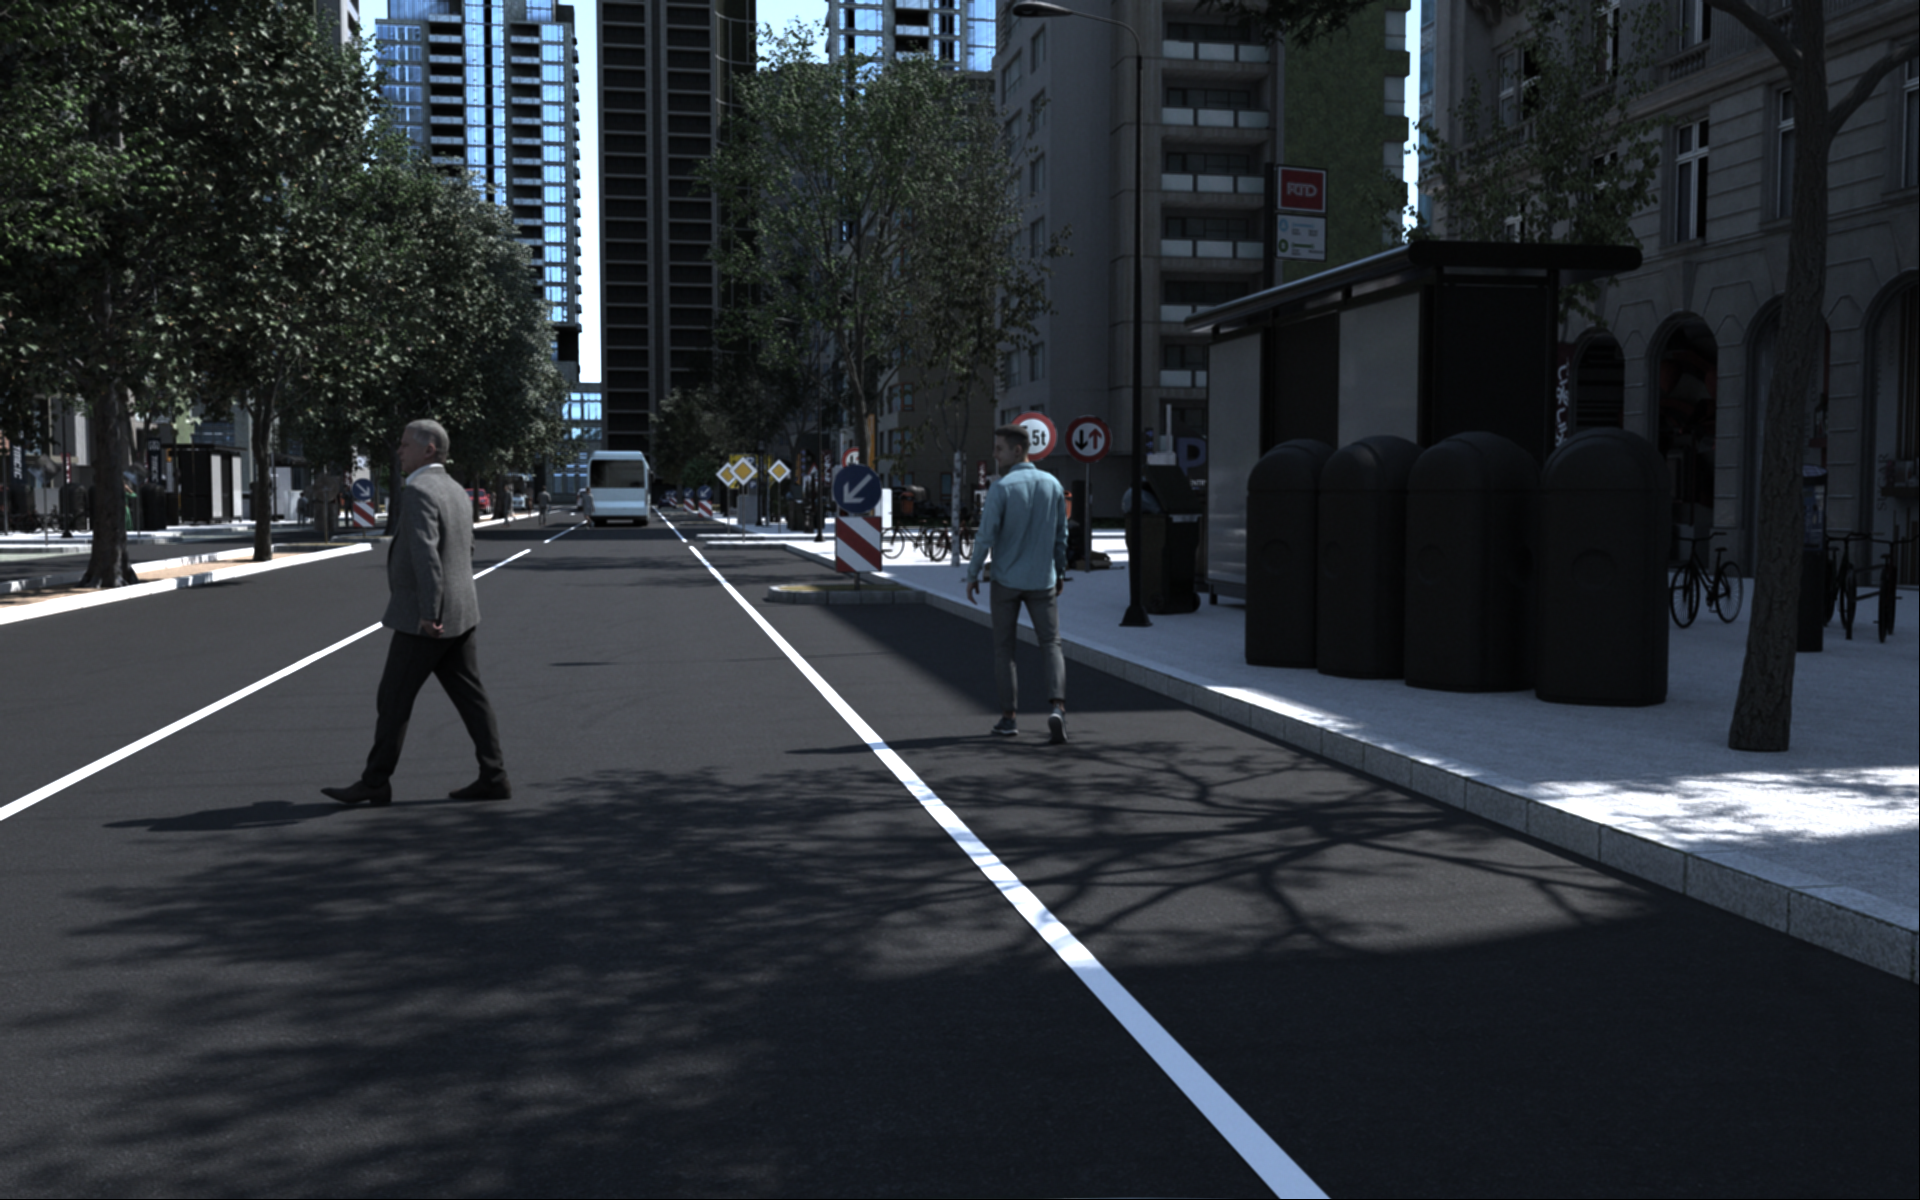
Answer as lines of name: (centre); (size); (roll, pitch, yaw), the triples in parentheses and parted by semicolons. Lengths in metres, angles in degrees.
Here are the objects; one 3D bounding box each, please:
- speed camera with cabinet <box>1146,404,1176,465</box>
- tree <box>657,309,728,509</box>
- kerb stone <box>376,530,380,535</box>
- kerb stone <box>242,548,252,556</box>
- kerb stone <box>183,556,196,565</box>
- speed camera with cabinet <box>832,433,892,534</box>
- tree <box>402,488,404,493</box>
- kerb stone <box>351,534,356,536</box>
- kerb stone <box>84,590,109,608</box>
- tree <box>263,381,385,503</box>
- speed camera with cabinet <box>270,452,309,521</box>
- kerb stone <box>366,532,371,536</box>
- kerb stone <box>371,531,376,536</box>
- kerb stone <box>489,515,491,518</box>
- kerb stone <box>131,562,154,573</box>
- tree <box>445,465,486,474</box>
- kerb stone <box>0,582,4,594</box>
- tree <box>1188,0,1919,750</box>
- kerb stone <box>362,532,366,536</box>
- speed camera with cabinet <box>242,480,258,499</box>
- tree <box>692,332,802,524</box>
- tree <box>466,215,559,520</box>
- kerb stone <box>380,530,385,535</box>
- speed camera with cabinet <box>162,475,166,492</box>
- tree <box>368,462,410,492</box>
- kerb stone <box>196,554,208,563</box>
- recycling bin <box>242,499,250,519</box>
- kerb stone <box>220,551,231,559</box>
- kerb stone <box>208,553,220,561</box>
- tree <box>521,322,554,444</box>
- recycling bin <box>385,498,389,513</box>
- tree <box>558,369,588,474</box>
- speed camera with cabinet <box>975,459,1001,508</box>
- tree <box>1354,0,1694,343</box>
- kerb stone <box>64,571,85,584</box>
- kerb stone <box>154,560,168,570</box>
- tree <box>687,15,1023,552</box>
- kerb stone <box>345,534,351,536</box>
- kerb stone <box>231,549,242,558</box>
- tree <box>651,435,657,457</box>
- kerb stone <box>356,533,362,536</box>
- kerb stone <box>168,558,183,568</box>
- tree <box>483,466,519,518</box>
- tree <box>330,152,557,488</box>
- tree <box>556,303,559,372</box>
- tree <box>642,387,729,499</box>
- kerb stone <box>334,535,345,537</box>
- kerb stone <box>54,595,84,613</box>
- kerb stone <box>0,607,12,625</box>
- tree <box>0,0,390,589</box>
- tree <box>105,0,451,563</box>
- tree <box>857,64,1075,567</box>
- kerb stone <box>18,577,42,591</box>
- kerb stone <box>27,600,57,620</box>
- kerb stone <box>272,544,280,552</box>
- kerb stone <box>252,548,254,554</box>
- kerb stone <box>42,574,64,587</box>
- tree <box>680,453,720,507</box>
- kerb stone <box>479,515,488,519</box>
speed camera with cabinet: (4.435, -2.729, 38.951); (0.660, 3.252, 2.038); (0, 4, 2)
tree: (-6.135, -7.846, 62.690); (8.767, 10.594, 7.601); (-1, 4, -14)
kerb stone: (-20.192, -2.290, 59.645); (0.120, 0.150, 1.000); (-1, 4, -10)
kerb stone: (-16.559, -1.085, 39.928); (0.120, 0.150, 1.000); (-1, 4, -10)
kerb stone: (-15.629, -0.776, 34.878); (0.120, 0.150, 1.000); (-1, 4, -10)
speed camera with cabinet: (-3.183, -3.779, 56.117); (2.038, 3.252, 0.660); (2, 4, 34)
tree: (-42.616, -8.491, 133.427); (1.663, 3.219, 1.824); (0, 3, 0)
kerb stone: (-19.261, -1.974, 54.605); (0.120, 0.150, 1.000); (-1, 4, -10)
kerb stone: (-11.158, 0.002, 22.200); (0.120, 0.150, 1.000); (-1, 4, -10)
tree: (-34.675, -9.835, 95.217); (7.601, 10.594, 8.767); (0, 4, -1)
speed camera with cabinet: (-32.363, -5.426, 83.047); (0.660, 3.252, 2.038); (3, 5, 42)
kerb stone: (-19.823, -2.164, 57.634); (0.120, 0.150, 1.000); (-1, 4, -10)
kerb stone: (-20.006, -2.229, 58.639); (0.120, 0.150, 1.000); (-1, 4, -10)
kerb stone: (-28.169, -4.940, 102.988); (0.120, 0.150, 1.000); (-1, 4, -10)
kerb stone: (-15.073, -0.586, 31.846); (0.120, 0.150, 1.000); (-1, 4, -10)
tree: (-47.714, -14.125, 165.351); (8.767, 10.594, 7.601); (0, 4, -1)
kerb stone: (-13.775, -0.157, 24.807); (0.120, 0.150, 1.000); (-1, 4, -10)
tree: (4.339, -4.517, 8.264); (7.601, 10.594, 8.767); (1, 4, 21)
kerb stone: (-19.637, -2.105, 56.620); (0.120, 0.150, 1.000); (-1, 4, -10)
speed camera with cabinet: (-44.771, -7.080, 110.092); (2.038, 3.252, 0.660); (1, 4, 20)
tree: (-8.284, -7.500, 72.985); (4.360, 8.622, 3.978); (0, 3, 0)
tree: (-18.232, -8.327, 55.617); (9.611, 12.733, 9.660); (0, 3, 0)
kerb stone: (-20.370, -2.351, 60.658); (0.120, 0.150, 1.000); (-1, 4, -10)
speed camera with cabinet: (-38.878, -5.405, 82.703); (0.660, 3.252, 2.038); (3, 4, 39)
tree: (-40.704, -8.609, 124.474); (4.285, 4.588, 4.351); (0, 3, 0)
kerb stone: (-15.816, -0.837, 35.889); (0.120, 0.150, 1.000); (-1, 4, -10)
recycling bin: (-36.758, -4.711, 89.575); (0.722, 1.027, 0.722); (-2, 4, -26)
kerb stone: (-16.188, -0.956, 37.903); (0.120, 0.150, 1.000); (-1, 4, -10)
kerb stone: (-16.004, -0.899, 36.894); (0.120, 0.150, 1.000); (-1, 4, -10)
tree: (-23.855, -9.611, 85.347); (9.928, 11.665, 9.643); (0, 3, 0)
recycling bin: (-39.075, -6.516, 119.094); (0.722, 1.027, 0.722); (-3, 4, -36)
tree: (-25.383, -10.739, 95.050); (9.611, 12.733, 9.660); (0, 3, 0)
speed camera with cabinet: (1.367, -5.560, 85.235); (0.660, 3.252, 2.038); (-1, 4, -22)
tree: (7.924, -4.497, 23.893); (4.737, 8.622, 4.395); (0, 3, 0)
kerb stone: (-14.330, -0.340, 27.824); (0.120, 0.150, 1.000); (-1, 4, -10)
kerb stone: (-15.266, -0.648, 32.859); (0.120, 0.150, 1.000); (-1, 4, -10)
tree: (-2.223, -6.884, 38.312); (9.928, 11.665, 9.643); (0, 3, 0)
kerb stone: (-19.074, -1.921, 53.599); (0.120, 0.150, 1.000); (-1, 4, -10)
kerb stone: (-16.375, -1.023, 38.921); (0.120, 0.150, 1.000); (-1, 4, -10)
tree: (-16.174, -11.292, 119.043); (8.767, 10.594, 7.601); (1, 4, 9)
kerb stone: (-19.442, -2.044, 55.616); (0.120, 0.150, 1.000); (-1, 4, -10)
kerb stone: (-15.437, -0.714, 33.867); (0.120, 0.150, 1.000); (-1, 4, -10)
tree: (-28.181, -9.496, 108.086); (4.360, 8.622, 3.978); (0, 3, 0)
tree: (-20.229, -9.554, 65.314); (9.857, 13.997, 8.962); (0, 3, 0)
tree: (-21.886, -10.153, 75.115); (9.857, 13.997, 8.962); (0, 3, 0)
tree: (-31.258, -17.895, 199.243); (9.857, 13.997, 8.962); (0, 3, 0)
kerb stone: (-18.891, -1.859, 52.593); (0.120, 0.150, 1.000); (-1, 4, -10)
kerb stone: (-10.978, 0.061, 21.194); (0.120, 0.150, 1.000); (-1, 4, -10)
kerb stone: (-10.602, 0.184, 19.185); (0.120, 0.150, 1.000); (-1, 4, -10)
tree: (-13.051, -6.535, 26.320); (9.611, 12.733, 9.660); (0, 3, 0)
tree: (-14.577, -6.598, 36.089); (9.928, 11.665, 9.643); (0, 3, 0)
tree: (-0.049, -4.907, 30.597); (4.360, 8.622, 3.978); (0, 3, 0)
kerb stone: (-13.961, -0.221, 25.812); (0.120, 0.150, 1.000); (-1, 4, -10)
kerb stone: (-10.787, 0.134, 20.191); (0.120, 0.150, 1.000); (-1, 4, -10)
kerb stone: (-17.299, -1.332, 43.975); (0.120, 0.150, 1.000); (-1, 4, -10)
kerb stone: (-16.752, -1.142, 40.940); (0.120, 0.150, 1.000); (-1, 4, -10)
kerb stone: (-14.146, -0.283, 26.819); (0.120, 0.150, 1.000); (-1, 4, -10)
tree: (-20.622, -9.487, 138.833); (4.285, 4.588, 4.351); (0, 3, 0)
kerb stone: (-27.797, -4.815, 100.978); (0.120, 0.150, 1.000); (-1, 4, -10)
